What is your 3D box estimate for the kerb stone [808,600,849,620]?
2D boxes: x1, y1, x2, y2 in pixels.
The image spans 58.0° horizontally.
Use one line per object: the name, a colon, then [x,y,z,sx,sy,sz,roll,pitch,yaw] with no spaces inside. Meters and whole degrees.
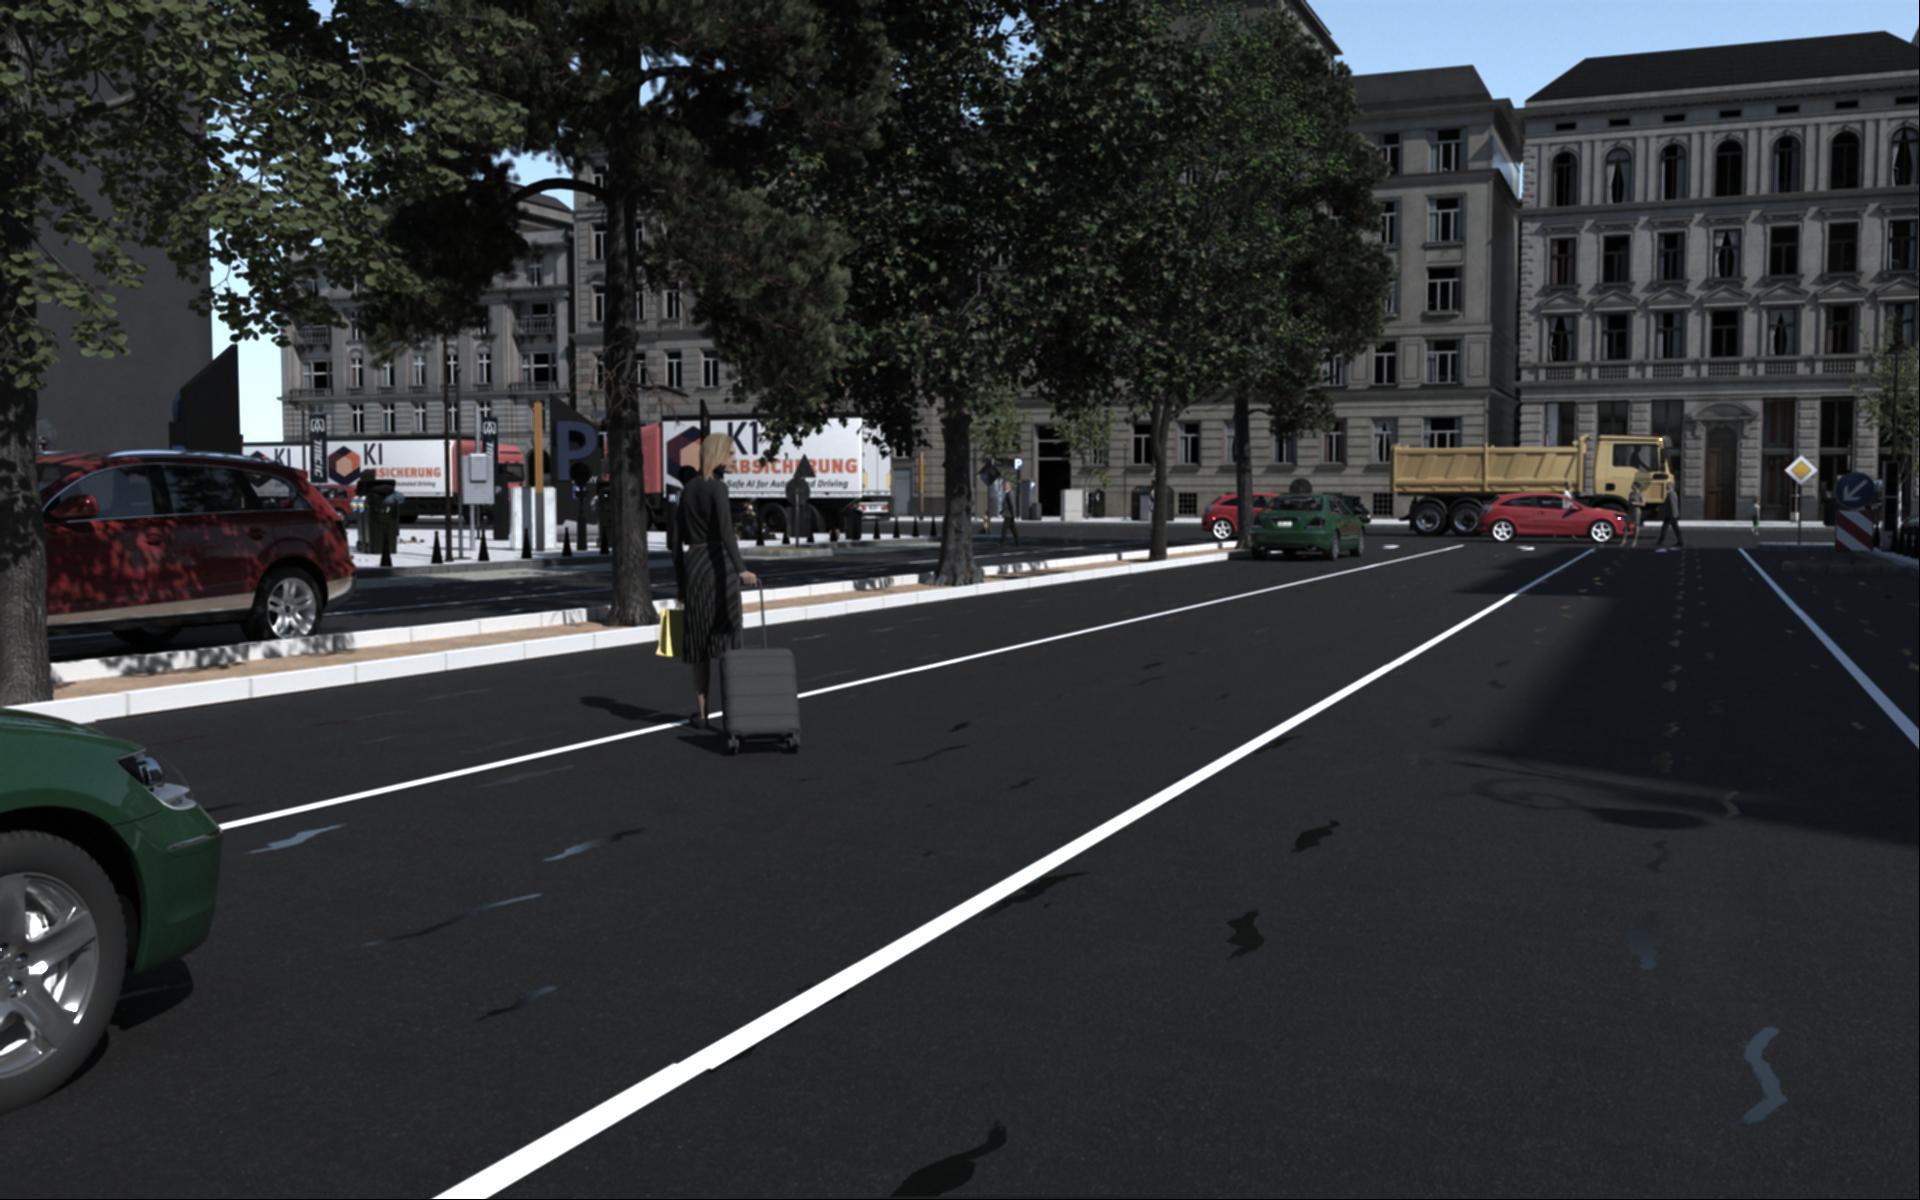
kerb stone: [-1.604,0.131,20.164,0.120,0.150,1.000,1,4,23]

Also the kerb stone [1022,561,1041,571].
kerb stone: [1.232,-0.620,32.346,0.120,0.150,1.000,1,4,23]

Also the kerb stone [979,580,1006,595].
kerb stone: [0.390,-0.166,24.916,0.120,0.150,1.000,1,4,23]

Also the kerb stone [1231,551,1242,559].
kerb stone: [5.986,-0.978,38.209,0.120,0.150,1.000,1,4,23]

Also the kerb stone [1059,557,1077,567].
kerb stone: [2.035,-0.736,34.234,0.120,0.150,1.000,1,4,23]

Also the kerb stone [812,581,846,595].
kerb stone: [-1.951,-0.156,24.752,0.120,0.150,1.000,1,4,23]

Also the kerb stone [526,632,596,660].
kerb stone: [-3.611,0.414,15.428,0.120,0.150,1.000,1,4,23]

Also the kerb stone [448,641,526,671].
kerb stone: [-4.005,0.472,14.477,0.120,0.150,1.000,1,4,23]

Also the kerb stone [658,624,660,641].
kerb stone: [-2.806,0.302,17.326,0.120,0.150,1.000,1,4,23]

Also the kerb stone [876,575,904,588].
kerb stone: [-1.161,-0.272,26.651,0.120,0.150,1.000,1,4,23]

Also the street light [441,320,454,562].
street light: [-9.708,-3.666,32.730,0.468,5.910,1.993,1,4,23]

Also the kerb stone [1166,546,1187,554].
kerb stone: [5.220,-1.200,41.812,0.120,0.150,1.000,1,4,23]

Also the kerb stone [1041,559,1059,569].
kerb stone: [1.637,-0.678,33.288,0.120,0.150,1.000,1,4,23]

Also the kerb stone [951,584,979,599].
kerb stone: [-0.017,-0.102,23.960,0.120,0.150,1.000,1,4,23]

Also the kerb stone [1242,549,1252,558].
kerb stone: [6.385,-1.037,39.154,0.120,0.150,1.000,1,4,23]

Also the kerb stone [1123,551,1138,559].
kerb stone: [3.638,-0.968,38.026,0.120,0.150,1.000,1,4,23]

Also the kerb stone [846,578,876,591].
kerb stone: [-1.551,-0.214,25.702,0.120,0.150,1.000,1,4,23]

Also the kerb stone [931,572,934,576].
kerb stone: [-0.363,-0.388,28.547,0.120,0.150,1.000,1,4,23]

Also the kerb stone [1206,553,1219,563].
kerb stone: [5.183,-0.863,36.309,0.120,0.150,1.000,1,4,23]

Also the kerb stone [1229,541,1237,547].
kerb stone: [7.222,-1.489,46.547,0.120,0.150,1.000,1,4,23]

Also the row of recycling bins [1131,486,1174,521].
row of recycling bins: [9.273,-4.656,83.242,1.069,1.692,3.534,-1,4,-19]

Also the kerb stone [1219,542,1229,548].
kerb stone: [6.825,-1.431,45.596,0.120,0.150,1.000,1,4,23]

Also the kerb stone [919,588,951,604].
kerb stone: [-0.409,-0.049,23.005,0.120,0.150,1.000,1,4,23]

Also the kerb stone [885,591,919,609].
kerb stone: [-0.811,0.009,22.056,0.120,0.150,1.000,1,4,23]

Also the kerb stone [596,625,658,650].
kerb stone: [-3.206,0.356,16.373,0.120,0.150,1.000,1,4,23]

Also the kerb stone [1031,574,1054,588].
kerb stone: [1.192,-0.280,26.815,0.120,0.150,1.000,1,4,23]

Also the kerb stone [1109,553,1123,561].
kerb stone: [3.235,-0.906,37.072,0.120,0.150,1.000,1,4,23]

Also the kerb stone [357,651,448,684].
kerb stone: [-4.403,0.533,13.531,0.120,0.150,1.000,1,4,23]

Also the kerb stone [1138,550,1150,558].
kerb stone: [4.028,-1.026,38.975,0.120,0.150,1.000,1,4,23]

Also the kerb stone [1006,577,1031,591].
kerb stone: [0.787,-0.222,25.864,0.120,0.150,1.000,1,4,23]

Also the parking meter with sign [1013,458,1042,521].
parking meter with sign: [3.307,-5.361,83.908,0.543,3.016,1.738,-3,4,-36]

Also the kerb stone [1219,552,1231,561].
kerb stone: [5.585,-0.921,37.256,0.120,0.150,1.000,1,4,23]

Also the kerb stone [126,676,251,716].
kerb stone: [-5.208,0.646,11.637,0.120,0.150,1.000,1,4,23]

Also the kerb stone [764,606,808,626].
kerb stone: [-2.005,0.182,19.220,0.120,0.150,1.000,1,4,23]

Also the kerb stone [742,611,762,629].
kerb stone: [-2.403,0.244,18.275,0.120,0.150,1.000,1,4,23]

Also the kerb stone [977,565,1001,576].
kerb stone: [0.436,-0.505,30.455,0.120,0.150,1.000,1,4,23]

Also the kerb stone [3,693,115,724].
kerb stone: [-5.603,0.705,10.676,0.120,0.150,1.000,1,4,23]

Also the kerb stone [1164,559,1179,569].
kerb stone: [3.988,-0.689,33.464,0.120,0.150,1.000,1,4,23]

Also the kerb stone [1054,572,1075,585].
kerb stone: [1.590,-0.341,27.764,0.120,0.150,1.000,1,4,23]

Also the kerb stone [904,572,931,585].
kerb stone: [-0.759,-0.329,27.598,0.120,0.150,1.000,1,4,23]

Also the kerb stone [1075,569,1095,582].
kerb stone: [1.988,-0.396,28.710,0.120,0.150,1.000,1,4,23]

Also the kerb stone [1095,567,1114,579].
kerb stone: [2.387,-0.454,29.655,0.120,0.150,1.000,1,4,23]

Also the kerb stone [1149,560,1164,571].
kerb stone: [3.593,-0.631,32.517,0.120,0.150,1.000,1,4,23]

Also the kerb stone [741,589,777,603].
kerb stone: [-2.748,-0.041,22.862,0.120,0.150,1.000,1,4,23]

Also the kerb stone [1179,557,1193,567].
kerb stone: [4.389,-0.747,34.411,0.120,0.150,1.000,1,4,23]

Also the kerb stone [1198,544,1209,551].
kerb stone: [6.027,-1.316,43.706,0.120,0.150,1.000,1,4,23]

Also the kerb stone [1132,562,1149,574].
kerb stone: [3.196,-0.573,31.571,0.120,0.150,1.000,1,4,23]

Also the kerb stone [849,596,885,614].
kerb stone: [-1.209,0.069,21.111,0.120,0.150,1.000,1,4,23]

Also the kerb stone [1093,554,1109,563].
kerb stone: [2.834,-0.852,36.128,0.120,0.150,1.000,1,4,23]

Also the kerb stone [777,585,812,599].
kerb stone: [-2.357,-0.091,23.811,0.120,0.150,1.000,1,4,23]

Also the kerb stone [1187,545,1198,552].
kerb stone: [5.623,-1.257,42.755,0.120,0.150,1.000,1,4,23]

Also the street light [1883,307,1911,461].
street light: [23.137,-4.287,42.887,0.468,5.910,1.993,1,4,23]

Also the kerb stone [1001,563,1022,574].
kerb stone: [0.845,-0.563,31.395,0.120,0.150,1.000,1,4,23]

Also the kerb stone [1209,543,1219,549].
kerb stone: [6.423,-1.374,44.652,0.120,0.150,1.000,1,4,23]

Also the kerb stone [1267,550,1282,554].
kerb stone: [7.584,-1.212,42.013,0.120,0.150,1.000,1,4,23]

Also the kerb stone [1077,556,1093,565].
kerb stone: [2.437,-0.792,35.178,0.120,0.150,1.000,1,4,23]

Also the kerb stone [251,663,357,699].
kerb stone: [-4.804,0.592,12.587,0.120,0.150,1.000,1,4,23]

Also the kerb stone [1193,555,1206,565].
kerb stone: [4.786,-0.805,35.356,0.120,0.150,1.000,1,4,23]

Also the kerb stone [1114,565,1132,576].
kerb stone: [2.787,-0.508,30.618,0.120,0.150,1.000,1,4,23]
